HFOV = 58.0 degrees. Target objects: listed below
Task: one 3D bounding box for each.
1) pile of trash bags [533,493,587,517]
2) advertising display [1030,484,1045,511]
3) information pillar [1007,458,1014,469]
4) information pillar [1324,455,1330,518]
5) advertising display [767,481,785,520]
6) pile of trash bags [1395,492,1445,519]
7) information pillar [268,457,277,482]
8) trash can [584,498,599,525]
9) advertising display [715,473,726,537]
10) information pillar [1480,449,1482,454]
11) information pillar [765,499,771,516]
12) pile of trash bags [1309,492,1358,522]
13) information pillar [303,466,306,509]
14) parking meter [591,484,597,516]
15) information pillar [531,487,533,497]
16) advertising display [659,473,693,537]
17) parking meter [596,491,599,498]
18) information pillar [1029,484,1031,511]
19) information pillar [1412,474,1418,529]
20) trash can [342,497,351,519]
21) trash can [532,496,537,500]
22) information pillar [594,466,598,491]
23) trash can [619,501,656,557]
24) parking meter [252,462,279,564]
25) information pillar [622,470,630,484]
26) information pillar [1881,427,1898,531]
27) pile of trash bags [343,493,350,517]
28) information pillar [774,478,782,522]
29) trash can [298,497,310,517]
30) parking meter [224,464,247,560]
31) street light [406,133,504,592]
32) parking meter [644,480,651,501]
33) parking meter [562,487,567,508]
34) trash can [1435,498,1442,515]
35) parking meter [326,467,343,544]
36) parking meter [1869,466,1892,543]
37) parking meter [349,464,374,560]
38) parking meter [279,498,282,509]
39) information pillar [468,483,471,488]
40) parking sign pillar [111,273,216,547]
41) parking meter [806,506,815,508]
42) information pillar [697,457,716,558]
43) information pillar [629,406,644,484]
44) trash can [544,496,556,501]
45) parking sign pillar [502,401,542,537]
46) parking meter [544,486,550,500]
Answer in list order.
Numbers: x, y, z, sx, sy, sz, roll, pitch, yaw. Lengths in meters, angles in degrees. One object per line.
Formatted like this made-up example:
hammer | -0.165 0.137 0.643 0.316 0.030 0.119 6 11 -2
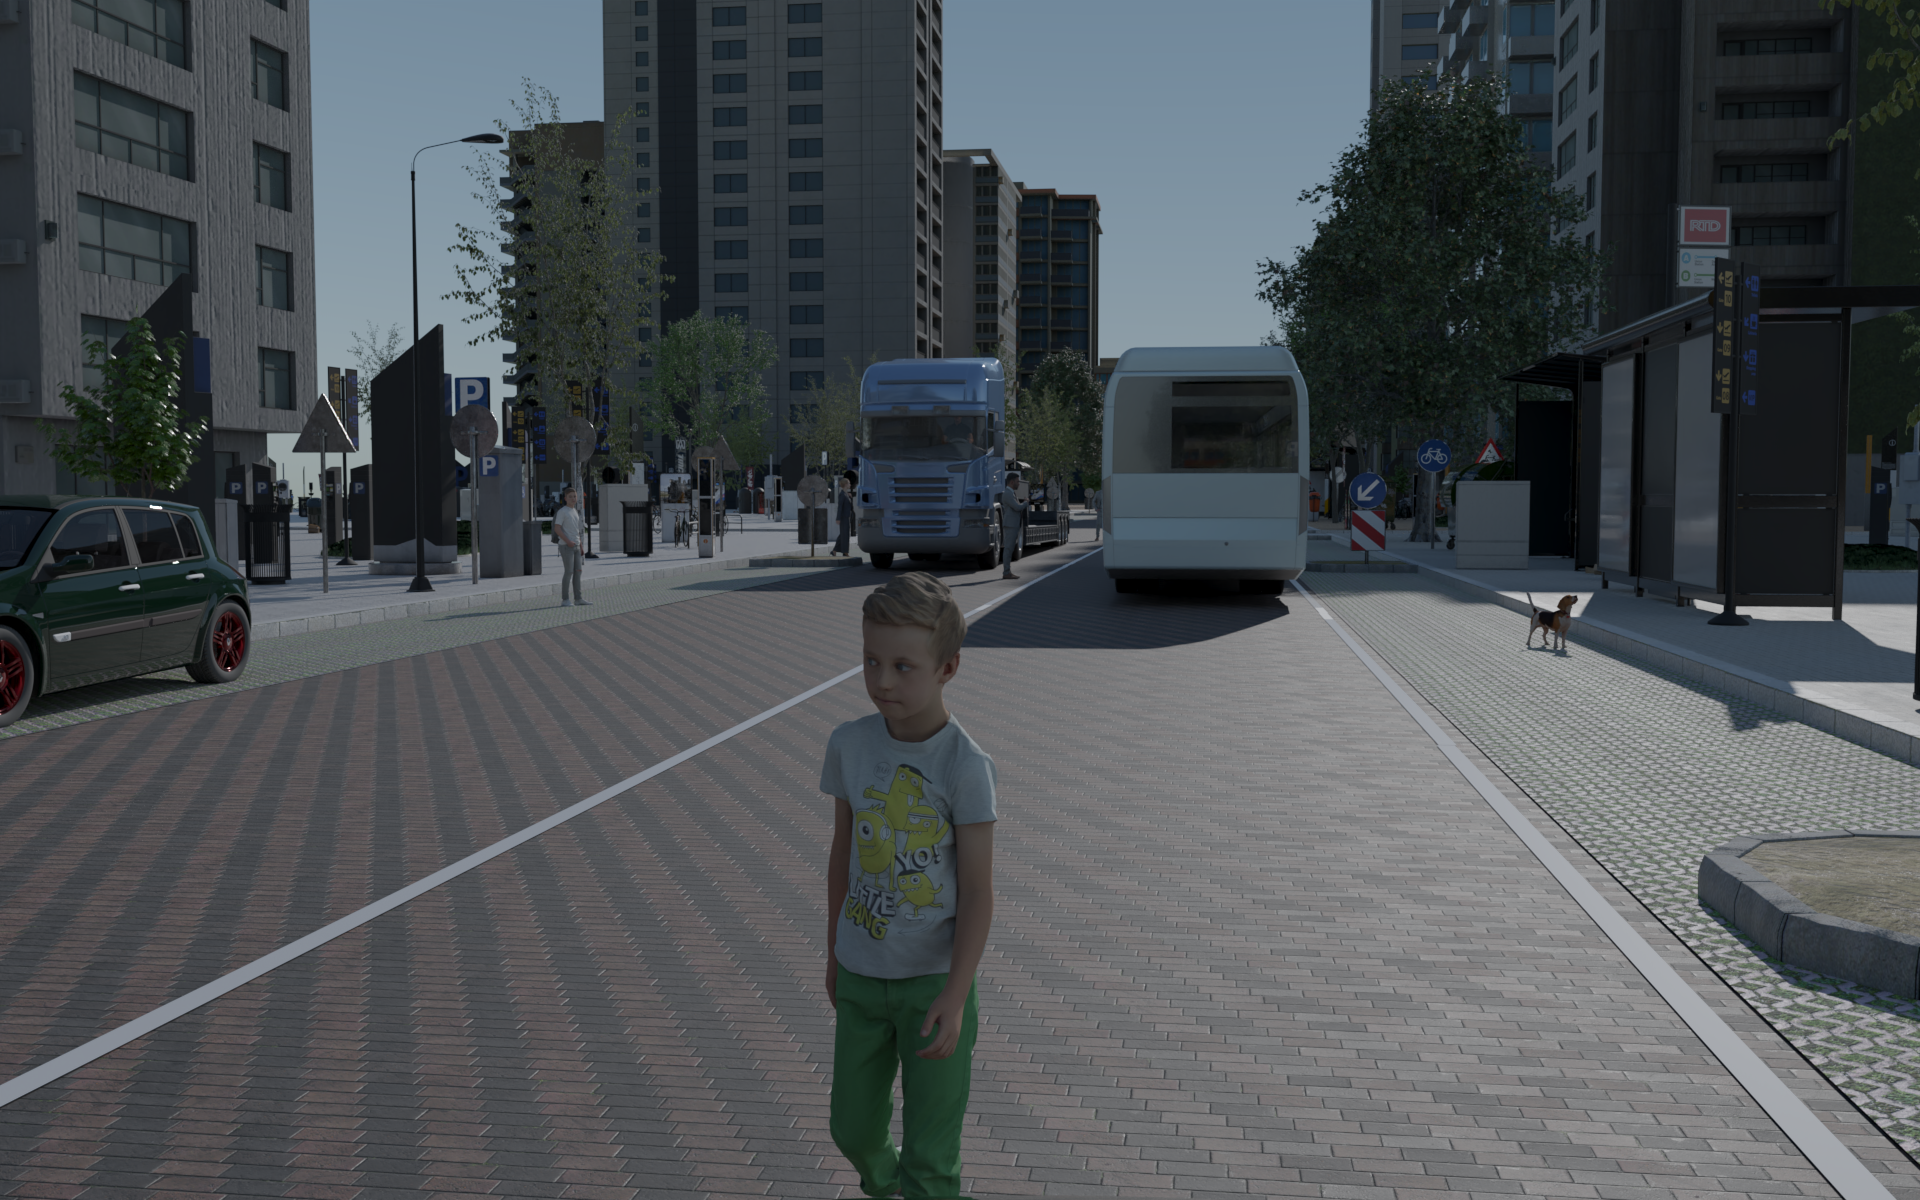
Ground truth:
pile of trash bags | -22.518 -5.300 96.409 3.447 1.369 1.912 -1 4 -20
advertising display | 4.791 -6.232 107.107 0.974 1.923 0.123 2 4 31
information pillar | 3.279 -7.342 111.403 0.504 3.616 0.183 -2 4 -27
information pillar | 20.116 -6.302 94.391 0.504 3.616 0.183 2 4 28
advertising display | -9.264 -5.016 87.224 0.974 1.923 0.123 1 4 17
pile of trash bags | 24.410 -4.971 91.033 1.912 1.369 3.447 -2 4 -25
information pillar | -42.732 -7.113 107.644 0.504 3.616 0.183 -2 4 -29
trash can | -15.300 -3.691 72.005 0.748 1.137 0.748 0 3 0
advertising display | -7.385 -2.870 52.135 0.123 1.923 0.974 2 4 27
information pillar | 23.679 -5.319 78.315 0.183 3.616 0.504 -3 5 -45
information pillar | -11.348 -5.972 102.139 0.304 2.012 0.304 -1 4 -16
pile of trash bags | 17.628 -4.246 79.177 3.447 1.369 1.912 1 4 18
information pillar | -55.173 -9.441 145.721 0.183 3.616 0.504 -1 4 -13
parking meter | -21.489 -5.872 101.715 0.255 1.863 0.399 -1 4 -17
information pillar | -31.629 -7.513 127.322 0.304 2.012 0.304 3 5 42
advertising display | -8.506 -2.853 51.861 0.974 1.923 0.123 0 4 -3
parking meter | -25.629 -6.969 122.346 0.372 1.533 0.369 0 3 0
information pillar | 4.939 -7.339 124.488 0.304 2.012 0.304 0 4 -6
information pillar | 16.489 -3.532 62.247 0.304 2.012 0.304 -2 4 -29
trash can | -30.941 -4.643 87.573 0.748 1.137 0.748 0 3 0
trash can | -27.609 -6.116 111.643 0.748 1.137 0.748 0 3 0
information pillar | -29.954 -9.247 142.542 0.183 3.616 0.504 -3 5 -43
trash can | -6.601 -1.458 35.492 0.748 1.137 0.748 0 3 0
parking meter | -12.804 -1.605 31.953 0.399 1.863 0.255 0 4 1
information pillar | -10.307 -3.024 53.936 0.304 2.012 0.304 2 4 31
information pillar | 32.422 -4.226 60.450 0.504 3.616 0.183 2 4 32
pile of trash bags | -31.807 -4.993 91.381 3.447 1.369 1.912 1 4 10
information pillar | -8.415 -4.619 80.017 0.304 2.012 0.304 -1 4 -19
trash can | -36.268 -5.146 95.793 0.748 1.137 0.748 0 3 0
parking meter | -14.002 -1.699 33.493 0.399 1.863 0.255 -1 4 -21
street light | -6.560 -3.057 22.529 1.470 5.913 1.316 1 4 8
parking meter | -12.419 -3.836 68.434 0.399 1.863 0.255 -3 5 -43
parking meter | -31.391 -8.062 137.519 0.399 1.863 0.255 -3 5 -41
trash can | 28.826 -5.676 104.459 0.748 1.137 0.748 0 3 0
parking meter | -13.227 -1.886 36.541 0.255 1.863 0.399 0 4 7
parking meter | 19.060 -1.844 35.856 0.399 1.863 0.255 2 4 28
parking meter | -11.588 -1.702 33.534 0.399 1.863 0.255 0 4 3
parking meter | -47.929 -6.947 121.999 0.372 1.533 0.369 0 3 0
information pillar | -33.831 -7.060 119.928 0.304 2.012 0.304 3 4 38
parking sign pillar | -9.953 -2.028 21.637 1.447 3.967 1.447 2 4 26
parking meter | -7.060 -4.653 81.792 0.399 1.863 0.255 3 5 42
information pillar | -5.092 -1.854 34.810 0.304 2.012 0.304 0 4 2
information pillar | -8.658 -3.364 46.364 0.183 3.616 0.504 2 4 30
trash can | -26.555 -6.153 112.257 0.748 1.137 0.748 0 3 0
parking sign pillar | -13.099 -3.831 51.108 1.447 3.967 1.447 0 4 2
parking meter | -28.354 -6.922 118.891 0.255 1.863 0.399 -2 4 -34
